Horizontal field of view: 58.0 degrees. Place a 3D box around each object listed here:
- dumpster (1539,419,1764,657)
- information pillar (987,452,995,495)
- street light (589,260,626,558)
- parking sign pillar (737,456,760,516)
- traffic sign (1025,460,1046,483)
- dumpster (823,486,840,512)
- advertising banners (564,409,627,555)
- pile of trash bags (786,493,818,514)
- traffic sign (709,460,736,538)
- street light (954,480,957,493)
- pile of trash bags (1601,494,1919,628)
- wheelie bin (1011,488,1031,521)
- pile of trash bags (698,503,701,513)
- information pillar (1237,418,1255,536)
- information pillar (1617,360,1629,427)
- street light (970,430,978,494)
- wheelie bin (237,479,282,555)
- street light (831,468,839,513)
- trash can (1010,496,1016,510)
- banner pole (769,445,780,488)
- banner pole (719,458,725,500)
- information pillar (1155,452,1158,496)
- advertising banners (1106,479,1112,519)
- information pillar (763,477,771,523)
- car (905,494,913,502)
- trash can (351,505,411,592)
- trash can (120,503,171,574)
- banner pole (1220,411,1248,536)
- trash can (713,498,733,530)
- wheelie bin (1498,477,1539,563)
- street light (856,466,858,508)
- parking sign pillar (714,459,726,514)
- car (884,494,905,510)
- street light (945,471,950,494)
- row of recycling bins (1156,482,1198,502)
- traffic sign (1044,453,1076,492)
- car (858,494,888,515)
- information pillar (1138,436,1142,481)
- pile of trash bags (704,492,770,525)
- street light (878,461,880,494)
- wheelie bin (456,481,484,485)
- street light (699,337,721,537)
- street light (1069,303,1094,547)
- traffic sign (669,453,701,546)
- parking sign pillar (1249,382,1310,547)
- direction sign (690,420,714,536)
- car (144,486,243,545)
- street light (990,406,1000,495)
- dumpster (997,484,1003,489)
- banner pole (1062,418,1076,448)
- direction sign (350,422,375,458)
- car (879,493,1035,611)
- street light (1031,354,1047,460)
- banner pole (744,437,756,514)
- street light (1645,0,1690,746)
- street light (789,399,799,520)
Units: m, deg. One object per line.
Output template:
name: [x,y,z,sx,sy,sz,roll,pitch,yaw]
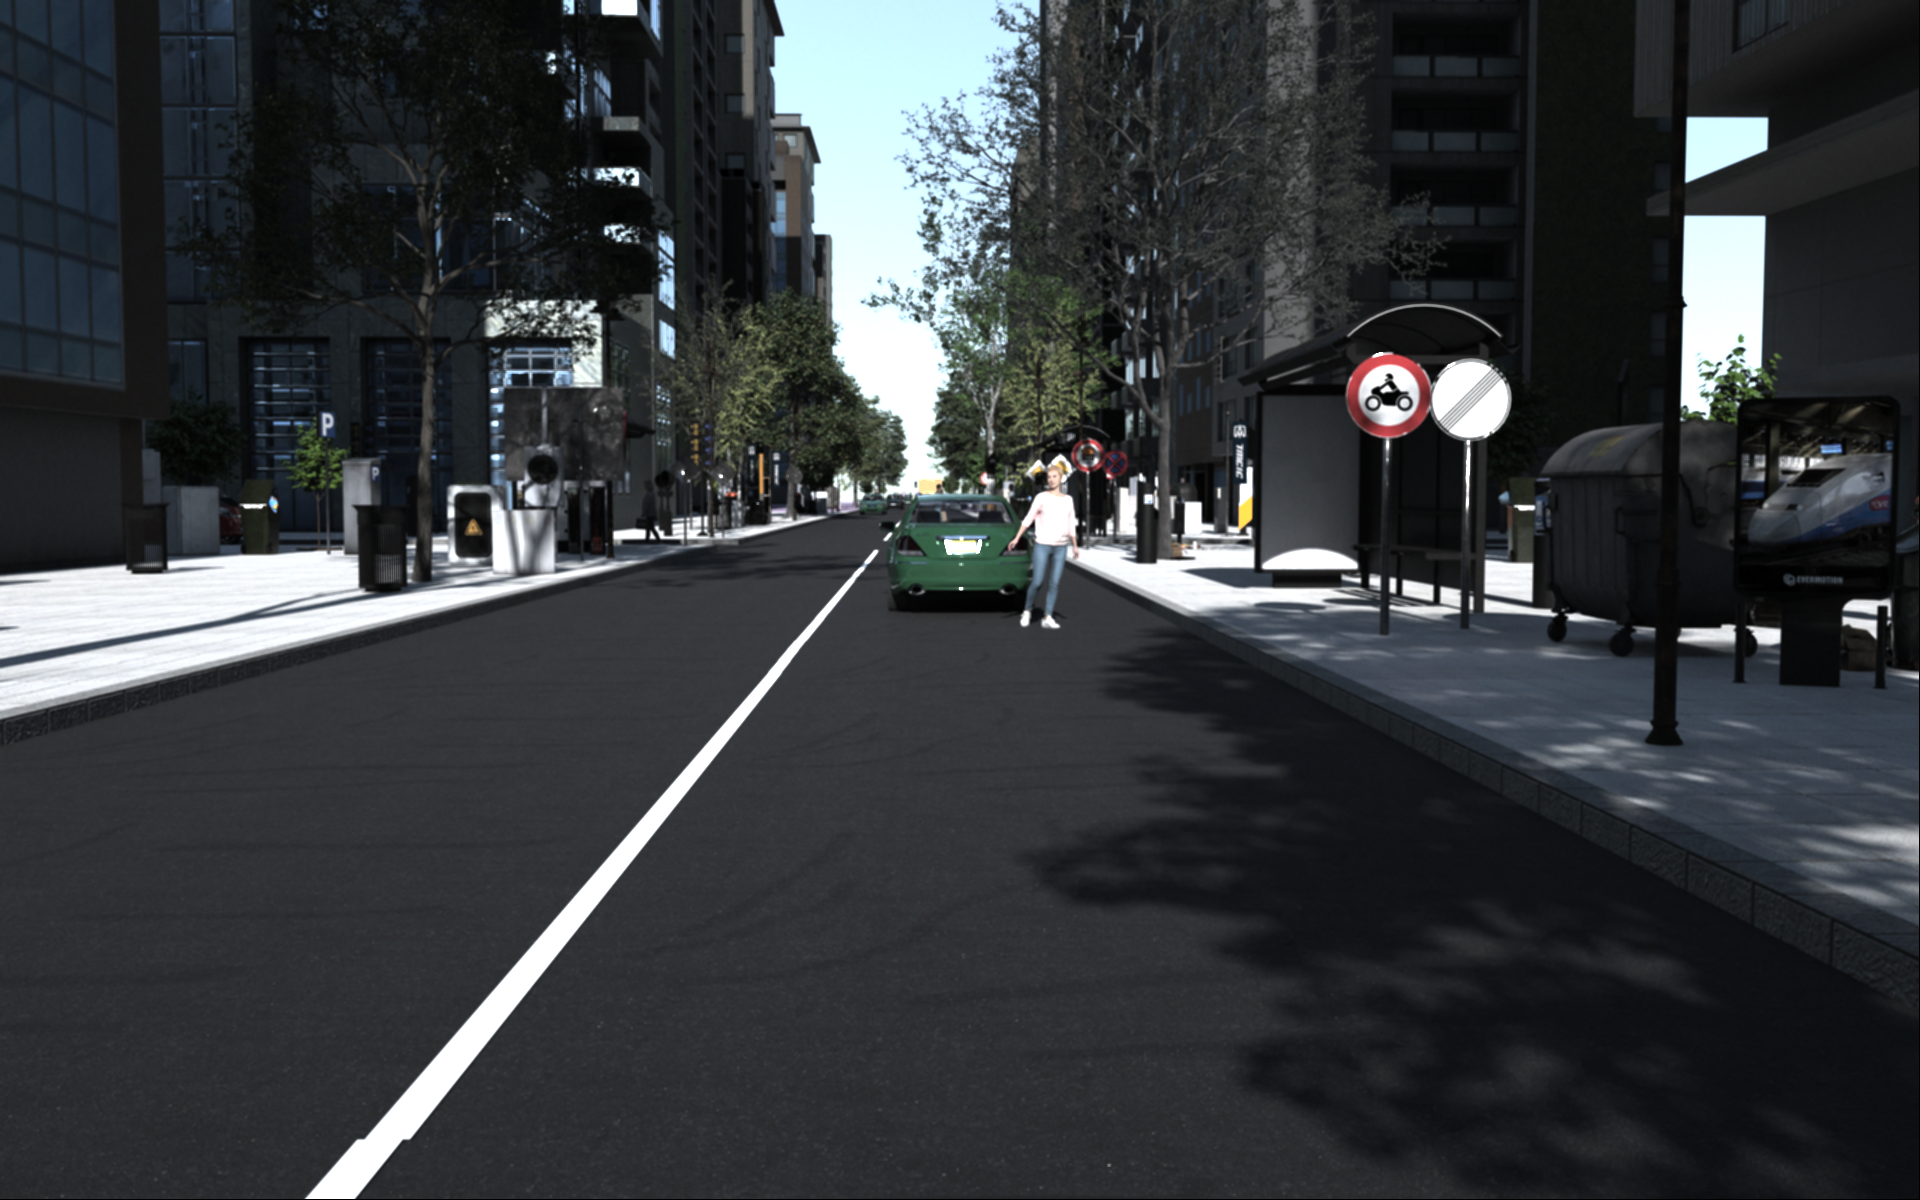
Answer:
dumpster: [5.711,-0.523,14.308,1.264,1.857,1.865,0,4,-1]
information pillar: [1.705,-6.309,94.499,0.504,3.616,0.183,0,4,-4]
street light: [-6.983,-3.771,34.449,0.468,5.910,1.993,0,4,-1]
parking sign pillar: [-12.337,-6.898,101.261,1.447,3.967,1.447,-2,4,-32]
traffic sign: [2.295,-2.871,50.583,0.795,2.450,0.064,0,4,-1]
dumpster: [-9.177,-7.175,123.077,1.264,1.857,1.865,0,4,-1]
advertising banners: [-7.674,-2.467,36.531,2.074,3.025,0.090,3,5,40]
pile of trash bags: [-10.463,-6.362,113.778,1.912,1.369,3.447,-1,4,-13]
traffic sign: [-6.898,-2.861,50.412,0.795,2.450,0.064,0,4,-1]
street light: [-0.707,-14.893,216.280,0.468,5.910,1.993,0,4,-1]
pile of trash bags: [8.157,-0.449,17.087,3.447,1.369,1.912,1,4,15]
wheelie bin: [2.986,-4.656,84.031,0.980,1.594,0.693,0,4,7]
pile of trash bags: [-15.709,-6.388,114.199,3.447,1.369,1.912,3,5,45]
information pillar: [8.819,-3.791,53.344,0.504,3.616,0.183,0,4,-3]
information pillar: [11.496,-2.370,30.102,0.183,3.616,0.504,2,4,33]
street light: [1.121,-9.330,125.333,0.468,5.910,1.993,0,4,-1]
wheelie bin: [-14.870,-1.766,36.774,0.980,1.594,0.693,0,4,6]
street light: [-8.759,-8.932,118.821,0.468,5.910,1.993,0,4,-1]
trash can: [3.102,-5.674,104.421,0.748,1.137,0.748,0,3,0]
banner pole: [-9.412,-5.975,87.712,0.863,3.779,0.401,2,4,32]
banner pole: [-14.678,-7.130,106.593,0.401,3.779,0.863,-3,5,-41]
information pillar: [9.604,-5.599,82.900,0.504,3.616,0.183,1,4,18]
advertising banners: [7.254,-5.491,85.958,0.090,3.025,2.074,-1,4,-12]
information pillar: [-8.504,-4.403,76.474,0.304,2.012,0.304,0,4,5]
car: [-8.714,-16.606,283.311,2.131,1.459,4.920,0,4,-2]
trash can: [-7.589,-0.679,22.758,0.748,1.137,0.748,0,3,0]
trash can: [-13.126,-0.996,27.938,0.748,1.137,0.748,0,3,0]
banner pole: [8.309,-3.816,52.404,0.863,3.779,0.401,2,4,29]
trash can: [-8.459,-3.071,61.871,0.748,1.137,0.748,0,3,0]
wheelie bin: [10.590,-1.503,32.480,0.980,1.594,0.693,0,4,7]
street light: [-9.605,-11.513,161.026,0.468,5.910,1.993,0,4,-1]
parking sign pillar: [-14.924,-7.335,108.395,1.447,3.967,1.447,1,4,9]
car: [-6.102,-9.251,161.040,2.009,1.686,4.222,0,4,1]
street light: [-2.241,-19.057,284.373,0.468,5.910,1.993,0,4,-1]
row of recycling bins: [7.819,-3.372,62.240,1.069,1.692,3.534,0,4,-5]
traffic sign: [2.461,-2.383,42.599,0.795,2.450,0.064,0,4,-1]
car: [-6.084,-6.702,121.378,2.131,1.459,4.920,0,4,-1]
information pillar: [7.239,-4.789,69.656,0.183,3.616,0.504,0,4,-4]
pile of trash bags: [-9.006,-3.754,71.134,1.912,1.369,3.447,0,4,7]
street light: [-11.353,-16.588,244.005,0.468,5.910,1.993,0,4,-1]
wheelie bin: [-11.924,-2.089,42.060,0.980,1.594,0.693,-1,4,-15]
street light: [-7.351,-4.794,51.163,0.468,5.910,1.993,0,4,-1]
street light: [2.942,-4.242,42.138,0.468,5.910,1.993,0,4,-1]
traffic sign: [-6.731,-2.372,42.429,0.795,2.450,0.064,0,4,-1]
parking sign pillar: [7.778,-3.277,42.045,1.447,3.967,1.447,0,3,0]
direction sign: [-7.884,-3.729,52.967,0.876,3.537,0.379,2,4,26]
car: [-21.286,-2.269,46.131,4.494,1.783,2.155,0,4,-1]
street light: [1.856,-7.245,91.242,0.468,5.910,1.993,0,4,-1]
dumpster: [2.872,-7.411,123.671,1.502,2.255,1.985,0,4,-1]
banner pole: [3.544,-4.084,56.793,0.401,3.779,0.863,-3,4,-36]
direction sign: [-18.794,-3.825,54.537,0.876,3.537,0.379,1,4,19]
car: [-0.012,-0.666,22.687,2.131,1.459,4.920,0,4,-1]
street light: [2.601,-5.166,57.259,0.468,5.910,1.993,0,4,-1]
banner pole: [-9.167,-5.226,75.464,0.863,3.779,0.401,3,5,41]
street light: [3.621,-2.198,8.731,0.468,5.910,1.993,0,4,-1]
street light: [-8.059,-6.837,84.569,0.468,5.910,1.993,0,4,-1]
